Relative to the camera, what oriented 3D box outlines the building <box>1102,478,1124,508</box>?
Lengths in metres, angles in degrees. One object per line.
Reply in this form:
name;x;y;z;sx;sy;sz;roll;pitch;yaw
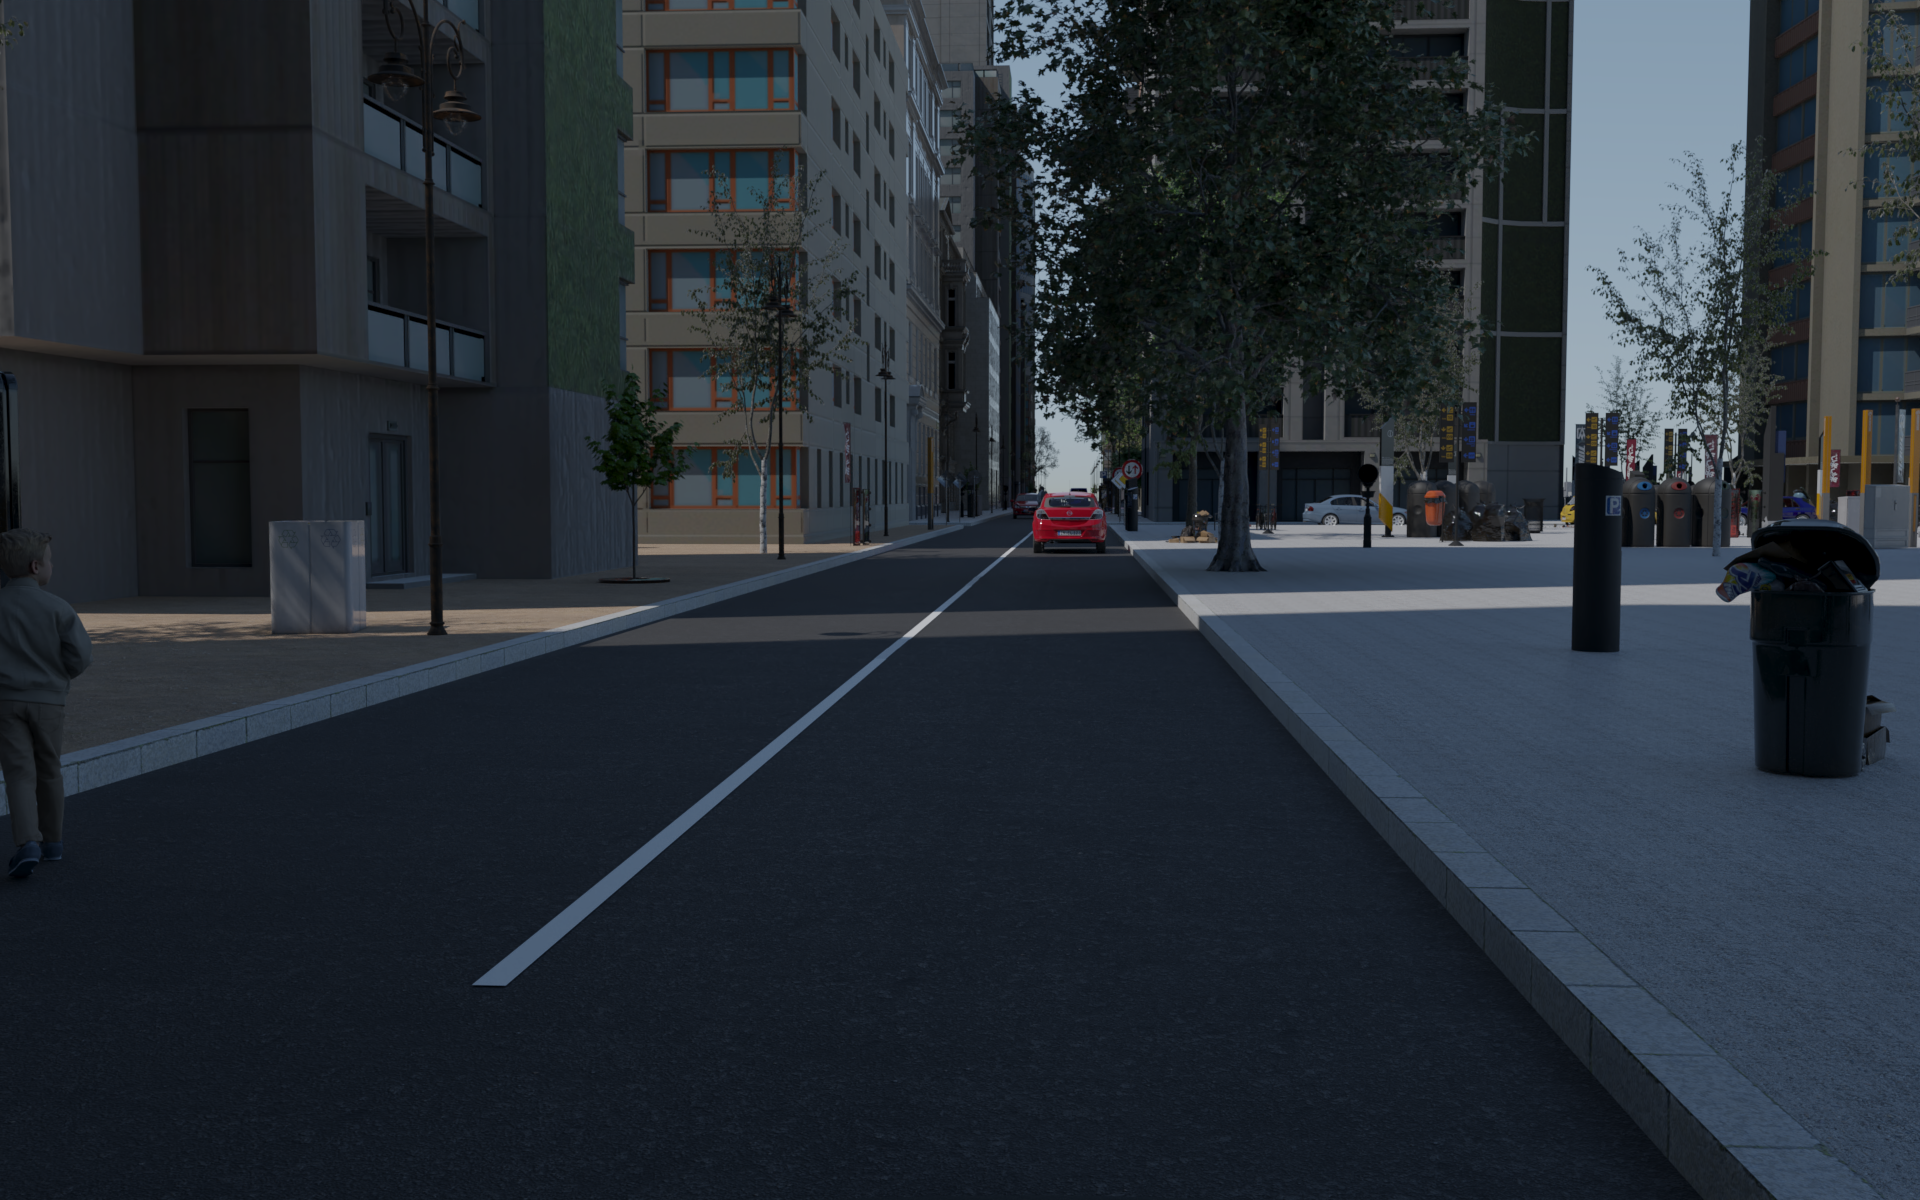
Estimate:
building;31.957;-30.473;190.108;32.217;40.220;23.993;0;4;4

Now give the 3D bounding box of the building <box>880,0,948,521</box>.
building;-7.983;-18.586;89.780;13.634;28.700;20.117;0;4;4

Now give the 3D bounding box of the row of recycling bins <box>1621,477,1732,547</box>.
row of recycling bins;16.850;-2.132;41.979;3.534;1.692;1.069;0;4;-3

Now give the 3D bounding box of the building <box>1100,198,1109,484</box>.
building;37.859;-43.290;297.033;28.713;52.752;27.495;0;4;4

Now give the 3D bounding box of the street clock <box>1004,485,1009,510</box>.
street clock;3.662;-8.228;139.098;0.358;2.002;0.471;-3;5;-41

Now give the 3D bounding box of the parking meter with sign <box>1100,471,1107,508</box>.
parking meter with sign;10.932;-8.277;131.594;0.543;3.016;1.738;0;4;7

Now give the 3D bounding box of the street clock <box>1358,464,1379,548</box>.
street clock;9.728;-2.247;41.316;0.471;2.002;0.358;1;4;18

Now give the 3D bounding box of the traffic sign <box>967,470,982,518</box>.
traffic sign;0.753;-5.584;91.411;0.768;2.556;0.104;1;4;9

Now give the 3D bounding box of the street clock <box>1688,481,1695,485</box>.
street clock;39.802;-5.496;94.433;0.471;2.002;0.358;1;4;21

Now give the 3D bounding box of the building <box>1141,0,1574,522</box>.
building;19.836;-39.629;86.189;20.611;71.187;20.563;0;4;4

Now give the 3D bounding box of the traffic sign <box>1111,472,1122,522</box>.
traffic sign;7.218;-4.566;78.299;0.795;2.450;0.064;0;4;4

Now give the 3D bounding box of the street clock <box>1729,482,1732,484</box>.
street clock;46.870;-6.150;105.119;0.471;2.002;0.358;1;4;11

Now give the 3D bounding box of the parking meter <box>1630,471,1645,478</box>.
parking meter;16.781;-2.278;42.962;0.255;1.863;0.399;0;4;0

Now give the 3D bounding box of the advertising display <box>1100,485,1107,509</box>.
advertising display;10.447;-7.400;126.203;0.123;1.923;0.974;2;4;28

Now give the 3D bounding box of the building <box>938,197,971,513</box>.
building;-6.594;-18.236;117.241;14.460;24.649;34.723;0;4;4

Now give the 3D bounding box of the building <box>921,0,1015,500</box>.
building;-4.745;-45.212;177.470;20.563;71.187;20.611;0;4;4

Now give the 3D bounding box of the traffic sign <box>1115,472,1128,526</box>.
traffic sign;6.674;-4.079;70.332;0.795;2.450;0.064;0;4;4

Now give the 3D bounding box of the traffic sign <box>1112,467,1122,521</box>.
traffic sign;7.546;-4.985;81.617;0.768;2.556;0.104;1;4;13

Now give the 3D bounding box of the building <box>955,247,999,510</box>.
building;-2.349;-17.623;142.888;10.420;20.320;16.860;0;4;4

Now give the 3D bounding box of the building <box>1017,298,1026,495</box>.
building;2.119;-29.026;246.270;14.160;30.474;14.107;0;4;4

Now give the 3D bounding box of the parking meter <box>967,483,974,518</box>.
parking meter;0.577;-5.441;94.674;0.255;1.863;0.399;2;4;25

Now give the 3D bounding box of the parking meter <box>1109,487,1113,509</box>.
parking meter;12.523;-8.479;144.345;0.399;1.863;0.255;1;4;12

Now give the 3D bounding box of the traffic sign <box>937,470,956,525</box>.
traffic sign;-0.552;-4.110;70.844;0.795;2.450;0.064;0;4;4

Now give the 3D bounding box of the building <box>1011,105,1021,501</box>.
building;-0.304;-33.349;195.371;14.600;45.320;14.200;0;4;4

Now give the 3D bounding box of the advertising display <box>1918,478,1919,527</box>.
advertising display;37.886;-3.864;68.396;0.123;1.923;0.974;2;4;32

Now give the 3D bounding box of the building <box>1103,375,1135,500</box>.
building;27.525;-34.526;248.090;14.154;41.232;14.086;0;4;4

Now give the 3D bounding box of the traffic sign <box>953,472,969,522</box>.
traffic sign;-0.008;-4.597;78.810;0.795;2.450;0.064;0;4;4

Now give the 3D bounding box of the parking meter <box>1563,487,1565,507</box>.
parking meter;50.444;-8.516;144.946;0.255;1.863;0.399;2;4;29

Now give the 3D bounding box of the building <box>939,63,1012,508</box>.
building;-2.498;-29.190;160.857;14.154;41.232;14.086;0;4;4

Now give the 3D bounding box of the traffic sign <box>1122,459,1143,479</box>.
traffic sign;6.307;-3.880;63.536;0.768;2.556;0.104;0;4;4

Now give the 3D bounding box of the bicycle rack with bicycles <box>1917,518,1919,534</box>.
bicycle rack with bicycles;30.115;-2.586;55.669;2.925;0.926;2.852;1;4;15

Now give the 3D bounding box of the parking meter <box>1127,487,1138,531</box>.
parking meter;5.937;-3.129;59.574;0.372;1.533;0.369;0;3;0

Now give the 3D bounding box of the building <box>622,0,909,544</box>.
building;-17.464;-13.037;58.194;28.899;21.520;27.650;0;4;4

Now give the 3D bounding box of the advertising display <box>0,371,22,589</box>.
advertising display;-5.329;-0.252;9.330;0.974;1.923;0.123;3;4;38

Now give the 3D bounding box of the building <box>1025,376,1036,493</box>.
building;-2.459;-25.892;268.367;27.650;21.520;28.899;0;4;4

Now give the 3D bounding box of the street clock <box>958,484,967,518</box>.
street clock;0.105;-5.519;94.813;0.471;2.002;0.358;1;4;15

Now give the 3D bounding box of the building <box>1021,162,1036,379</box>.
building;2.022;-46.126;296.152;21.231;58.520;28.212;0;4;4

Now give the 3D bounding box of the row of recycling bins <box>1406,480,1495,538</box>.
row of recycling bins;14.801;-2.743;51.969;3.534;1.692;1.069;-2;4;-35

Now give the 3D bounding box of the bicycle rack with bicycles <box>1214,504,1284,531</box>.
bicycle rack with bicycles;10.311;-2.950;61.611;2.852;0.926;2.925;2;4;23

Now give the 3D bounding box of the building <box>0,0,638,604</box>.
building;-13.266;-20.796;23.613;14.154;41.232;14.086;0;4;4

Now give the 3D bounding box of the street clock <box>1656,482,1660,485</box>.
street clock;42.183;-6.125;104.715;0.358;2.002;0.471;2;4;26

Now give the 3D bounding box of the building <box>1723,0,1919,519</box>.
building;54.237;-26.408;86.397;28.867;44.769;22.147;0;4;4

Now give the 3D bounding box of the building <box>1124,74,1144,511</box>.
building;23.762;-29.485;136.706;22.147;44.769;28.867;0;4;4
